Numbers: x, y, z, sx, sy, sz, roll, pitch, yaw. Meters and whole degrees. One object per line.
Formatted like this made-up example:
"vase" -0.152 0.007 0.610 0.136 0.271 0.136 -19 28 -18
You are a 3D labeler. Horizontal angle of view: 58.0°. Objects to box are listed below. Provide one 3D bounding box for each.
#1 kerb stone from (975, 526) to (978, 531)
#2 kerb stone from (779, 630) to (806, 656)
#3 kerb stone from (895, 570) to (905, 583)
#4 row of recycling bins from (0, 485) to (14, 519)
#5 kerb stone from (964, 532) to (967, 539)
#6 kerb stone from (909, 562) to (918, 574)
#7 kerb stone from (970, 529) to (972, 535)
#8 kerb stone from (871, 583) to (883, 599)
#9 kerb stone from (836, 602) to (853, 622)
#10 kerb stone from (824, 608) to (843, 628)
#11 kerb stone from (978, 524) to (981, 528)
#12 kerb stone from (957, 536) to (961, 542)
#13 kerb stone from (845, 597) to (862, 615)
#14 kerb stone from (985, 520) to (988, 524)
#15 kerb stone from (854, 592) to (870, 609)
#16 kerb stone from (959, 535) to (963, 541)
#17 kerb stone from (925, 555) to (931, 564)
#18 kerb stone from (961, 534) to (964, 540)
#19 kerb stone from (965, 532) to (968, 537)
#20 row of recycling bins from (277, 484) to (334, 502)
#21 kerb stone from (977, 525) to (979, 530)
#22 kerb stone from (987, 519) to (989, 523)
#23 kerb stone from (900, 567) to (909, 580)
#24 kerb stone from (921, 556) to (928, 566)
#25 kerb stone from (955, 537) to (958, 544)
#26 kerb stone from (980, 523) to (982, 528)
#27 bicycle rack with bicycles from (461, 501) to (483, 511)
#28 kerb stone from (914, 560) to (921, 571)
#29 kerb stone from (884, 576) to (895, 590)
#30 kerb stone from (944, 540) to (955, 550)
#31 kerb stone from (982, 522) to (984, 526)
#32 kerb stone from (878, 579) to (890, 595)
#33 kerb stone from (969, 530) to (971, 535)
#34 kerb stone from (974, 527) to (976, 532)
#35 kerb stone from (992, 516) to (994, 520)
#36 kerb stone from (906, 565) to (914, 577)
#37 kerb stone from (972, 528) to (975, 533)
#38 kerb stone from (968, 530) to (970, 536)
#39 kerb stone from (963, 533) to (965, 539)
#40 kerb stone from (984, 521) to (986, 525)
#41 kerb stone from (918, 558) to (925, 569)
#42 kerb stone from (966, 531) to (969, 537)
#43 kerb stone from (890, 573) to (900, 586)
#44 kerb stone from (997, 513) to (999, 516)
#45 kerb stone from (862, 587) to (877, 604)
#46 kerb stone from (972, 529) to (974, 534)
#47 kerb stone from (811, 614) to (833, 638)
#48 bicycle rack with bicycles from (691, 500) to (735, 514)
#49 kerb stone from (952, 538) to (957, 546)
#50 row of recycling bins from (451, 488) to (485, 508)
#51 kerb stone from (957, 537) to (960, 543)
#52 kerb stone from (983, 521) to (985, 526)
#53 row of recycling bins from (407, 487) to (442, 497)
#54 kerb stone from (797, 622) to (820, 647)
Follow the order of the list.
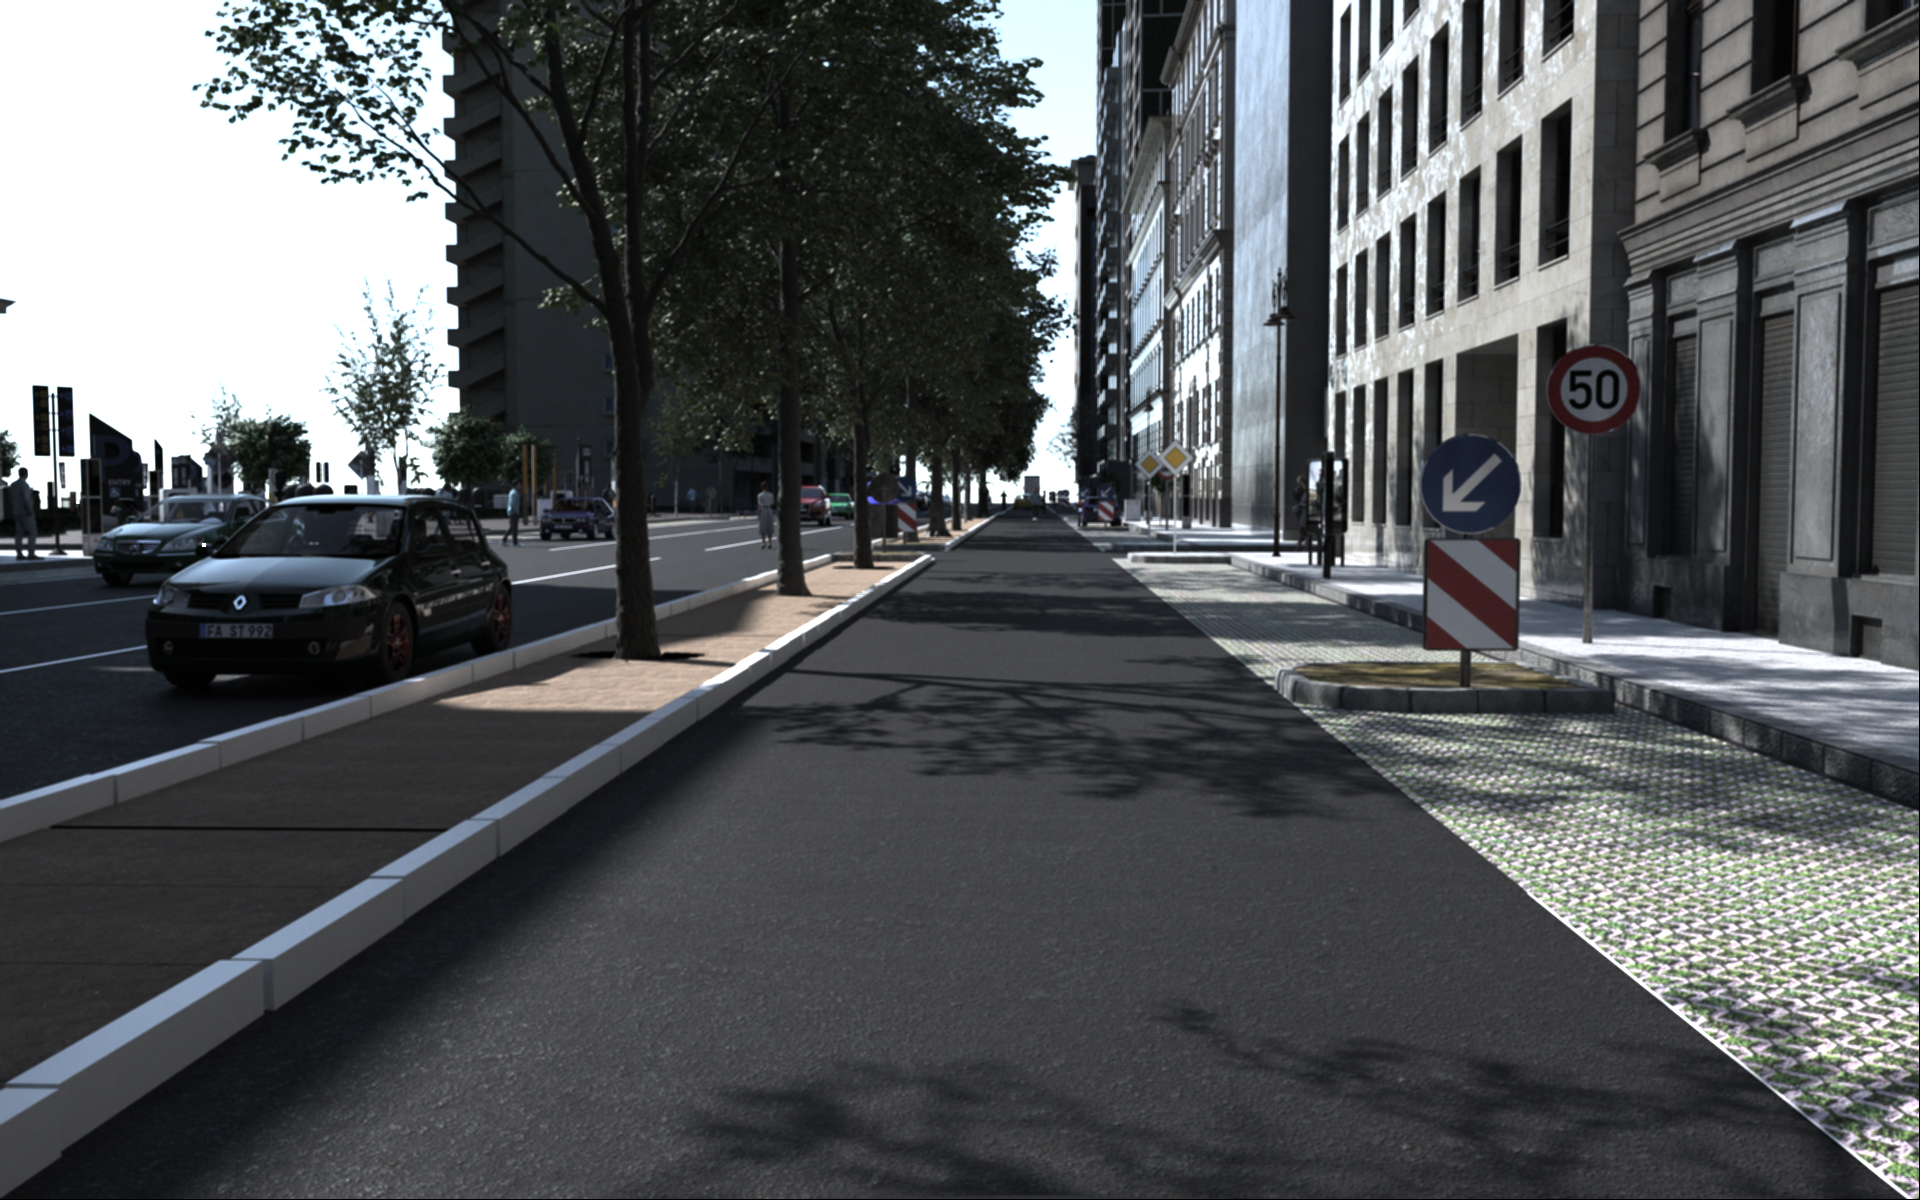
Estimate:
"kerb stone" 0.483 -2.565 64.238 0.120 0.150 1.000 0 4 2
"kerb stone" -1.532 0.409 15.535 0.120 0.150 1.000 0 4 2
"kerb stone" -1.021 -0.342 27.829 0.120 0.150 1.000 0 4 2
"row of recycling bins" -44.152 -4.296 77.344 3.534 1.692 1.069 -1 4 -14
"kerb stone" 0.050 -1.946 54.019 0.120 0.150 1.000 0 4 2
"kerb stone" -0.894 -0.533 30.902 0.120 0.150 1.000 0 4 2
"kerb stone" 0.259 -2.259 59.124 0.120 0.150 1.000 0 4 2
"kerb stone" -1.188 -0.095 23.742 0.120 0.150 1.000 0 4 2
"kerb stone" -1.354 0.161 19.650 0.120 0.150 1.000 0 4 2
"kerb stone" -1.404 0.218 18.624 0.120 0.150 1.000 0 4 2
"kerb stone" 0.640 -2.823 68.344 0.120 0.150 1.000 0 4 2
"kerb stone" -0.117 -1.694 49.915 0.120 0.150 1.000 0 4 2
"kerb stone" -1.314 0.094 20.671 0.120 0.150 1.000 0 4 2
"kerb stone" 1.063 -3.445 78.572 0.120 0.150 1.000 0 4 2
"kerb stone" -1.269 0.031 21.692 0.120 0.150 1.000 0 4 2
"kerb stone" -0.077 -1.758 50.936 0.120 0.150 1.000 0 4 2
"kerb stone" -0.731 -0.784 35.008 0.120 0.150 1.000 0 4 2
"kerb stone" -0.036 -1.821 51.973 0.120 0.150 1.000 0 4 2
"kerb stone" 0.098 -2.002 55.040 0.120 0.150 1.000 0 4 2
"row of recycling bins" -26.941 -3.900 70.883 3.534 1.692 1.069 2 4 32
"kerb stone" 0.552 -2.697 66.290 0.120 0.150 1.000 0 4 2
"kerb stone" 1.143 -3.573 80.614 0.120 0.150 1.000 0 4 2
"kerb stone" -0.982 -0.406 28.850 0.120 0.150 1.000 0 4 2
"kerb stone" -0.765 -0.721 33.985 0.120 0.150 1.000 0 4 2
"kerb stone" -0.195 -1.570 47.863 0.120 0.150 1.000 0 4 2
"kerb stone" 0.725 -2.948 70.400 0.120 0.150 1.000 0 4 2
"bicycle rack with bicycles" -28.049 -5.123 97.146 2.925 0.926 2.852 2 4 30
"kerb stone" -0.852 -0.596 31.935 0.120 0.150 1.000 0 4 2
"kerb stone" -1.102 -0.220 25.785 0.120 0.150 1.000 0 4 2
"kerb stone" -0.288 -1.443 45.820 0.120 0.150 1.000 0 4 2
"kerb stone" 0.846 -3.136 73.466 0.120 0.150 1.000 0 4 2
"kerb stone" -1.145 -0.157 24.764 0.120 0.150 1.000 0 4 2
"kerb stone" 0.216 -2.196 58.103 0.120 0.150 1.000 0 4 2
"kerb stone" 0.425 -2.509 63.216 0.120 0.150 1.000 0 4 2
"kerb stone" 1.561 -4.197 90.856 0.120 0.150 1.000 0 4 2
"kerb stone" -0.936 -0.470 29.881 0.120 0.150 1.000 0 4 2
"kerb stone" 0.349 -2.384 61.170 0.120 0.150 1.000 0 4 2
"kerb stone" 0.177 -2.129 57.082 0.120 0.150 1.000 0 4 2
"kerb stone" 0.010 -1.884 52.998 0.120 0.150 1.000 0 4 2
"kerb stone" 0.932 -3.259 75.508 0.120 0.150 1.000 0 4 2
"kerb stone" -0.807 -0.658 32.961 0.120 0.150 1.000 0 4 2
"kerb stone" 0.137 -2.071 56.061 0.120 0.150 1.000 0 4 2
"kerb stone" -1.069 -0.282 26.807 0.120 0.150 1.000 0 4 2
"kerb stone" 2.104 -5.013 104.153 0.120 0.150 1.000 0 4 2
"kerb stone" -1.228 -0.032 22.720 0.120 0.150 1.000 0 4 2
"kerb stone" 0.312 -2.316 60.149 0.120 0.150 1.000 0 4 2
"kerb stone" -1.434 0.281 17.594 0.120 0.150 1.000 0 4 2
"bicycle rack with bicycles" -15.842 -6.049 112.281 2.852 0.926 2.925 -2 4 -33
"kerb stone" -0.242 -1.507 46.841 0.120 0.150 1.000 0 4 2
"row of recycling bins" -31.976 -6.327 110.562 3.534 1.692 1.069 1 4 13
"kerb stone" -0.154 -1.633 48.892 0.120 0.150 1.000 0 4 2
"kerb stone" 0.899 -3.198 74.487 0.120 0.150 1.000 0 4 2
"row of recycling bins" -33.260 -6.072 106.392 1.069 1.692 3.534 -3 5 -43
"kerb stone" -1.481 0.344 16.571 0.120 0.150 1.000 0 4 2
